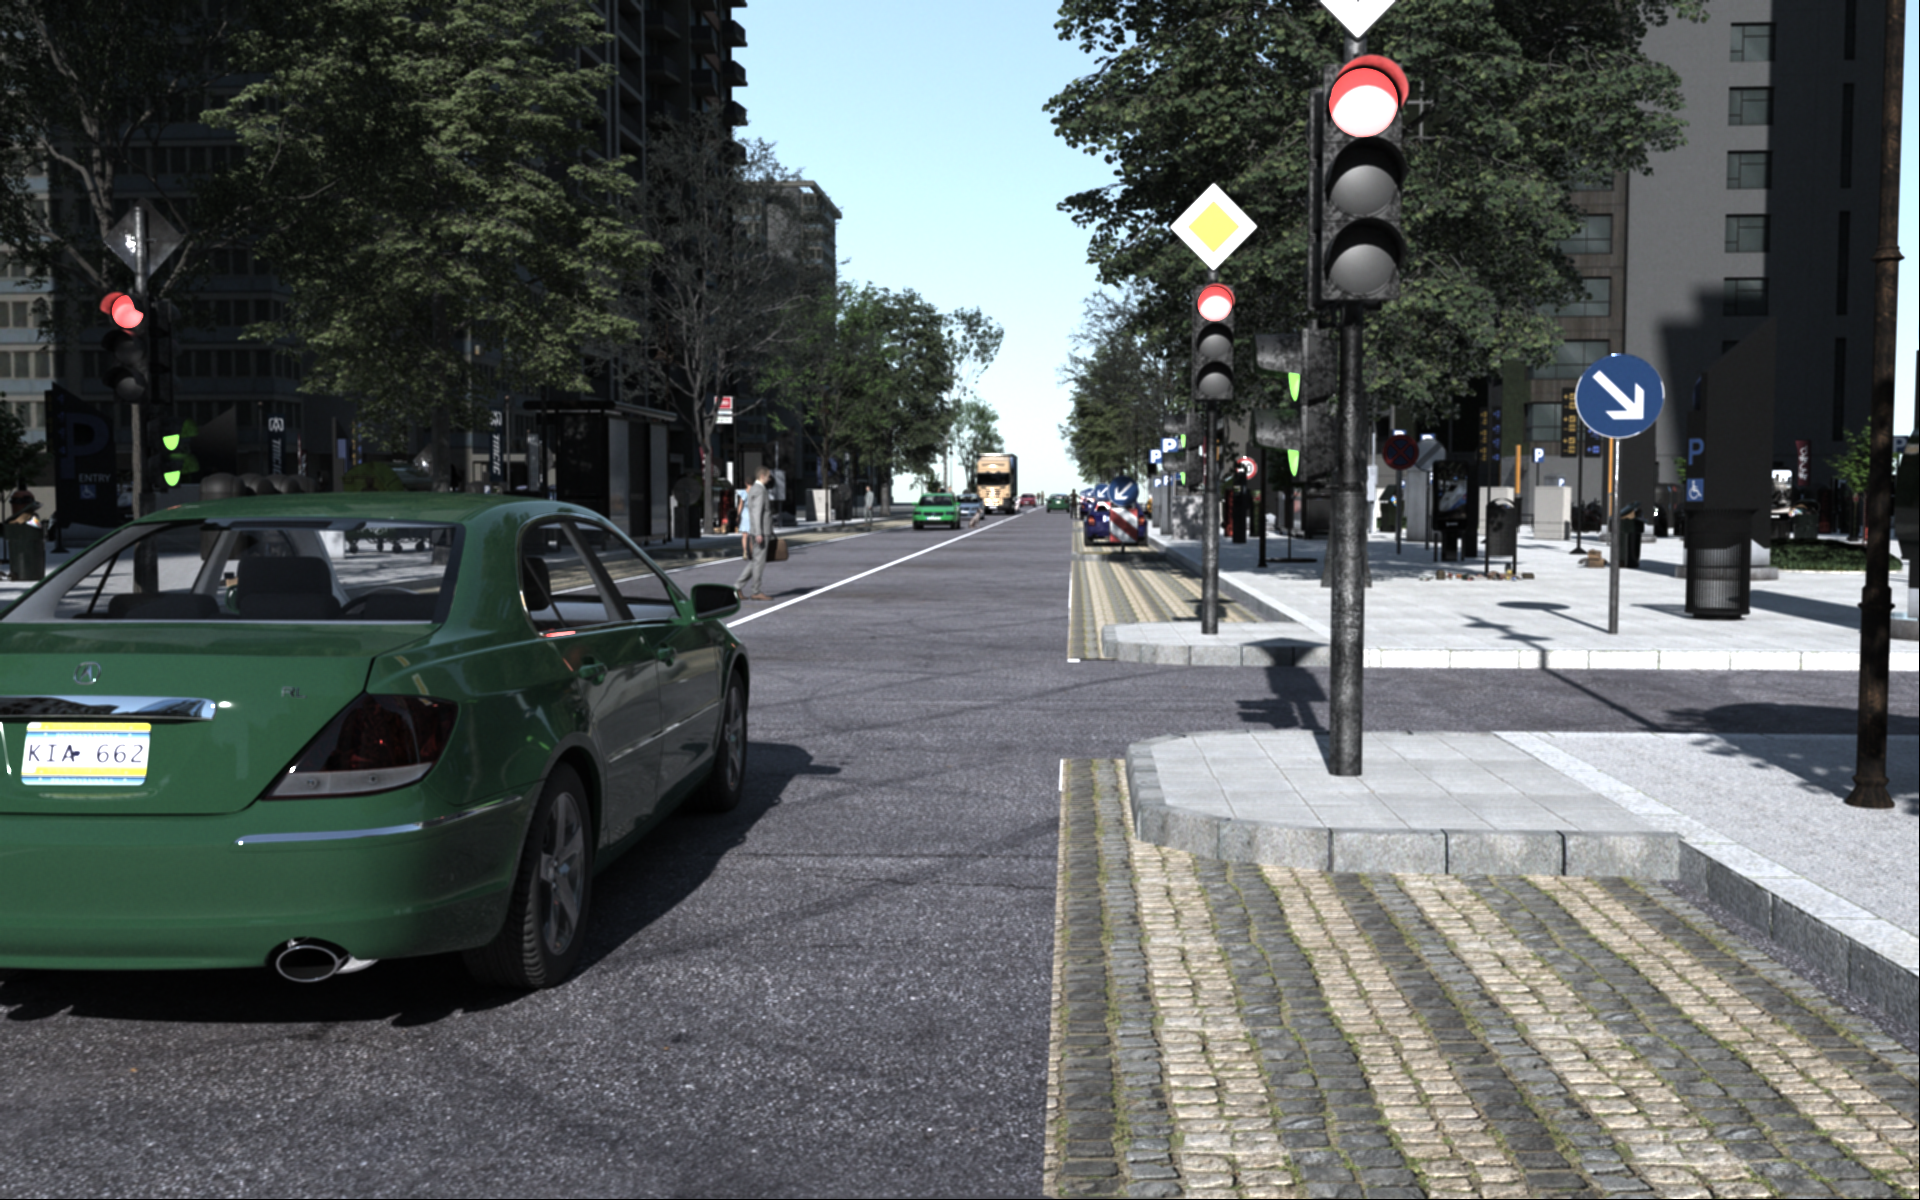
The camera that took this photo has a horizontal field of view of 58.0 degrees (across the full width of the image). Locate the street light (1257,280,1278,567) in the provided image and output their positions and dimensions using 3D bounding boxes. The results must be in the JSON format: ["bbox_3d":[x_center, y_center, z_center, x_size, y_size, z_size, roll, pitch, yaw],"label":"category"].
[{"bbox_3d":[5.323,-3.518,30.307,0.468,5.910,1.993,0,4,4],"label":"street light"}]

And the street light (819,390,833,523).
[{"bbox_3d":[-5.851,-6.316,76.046,0.468,5.910,1.993,0,4,4],"label":"street light"}]

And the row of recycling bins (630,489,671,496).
[{"bbox_3d":[-11.074,-3.292,60.938,1.069,1.692,3.534,1,4,9],"label":"row of recycling bins"}]

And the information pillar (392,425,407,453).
[{"bbox_3d":[-18.108,-3.959,56.085,0.504,3.616,0.183,-1,4,-14],"label":"information pillar"}]

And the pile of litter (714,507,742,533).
[{"bbox_3d":[-7.751,-2.659,57.440,1.176,0.858,1.719,0,4,-8],"label":"pile of litter"}]

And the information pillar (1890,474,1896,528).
[{"bbox_3d":[34.895,-3.690,64.818,0.304,2.012,0.304,3,5,44],"label":"information pillar"}]

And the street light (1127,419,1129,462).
[{"bbox_3d":[10.386,-8.196,106.793,0.468,5.910,1.993,0,4,4],"label":"street light"}]

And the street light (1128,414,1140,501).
[{"bbox_3d":[9.192,-7.187,90.295,0.468,5.910,1.993,0,4,4],"label":"street light"}]

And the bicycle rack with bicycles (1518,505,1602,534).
[{"bbox_3d":[19.710,-2.671,57.058,2.852,0.926,2.925,-1,4,-18],"label":"bicycle rack with bicycles"}]

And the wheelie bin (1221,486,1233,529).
[{"bbox_3d":[10.078,-3.430,63.981,0.980,1.594,0.693,3,5,44],"label":"wheelie bin"}]

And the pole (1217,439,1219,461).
[{"bbox_3d":[9.550,-4.336,64.742,0.158,3.312,0.155,0,3,0],"label":"pole"}]

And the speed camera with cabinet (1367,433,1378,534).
[{"bbox_3d":[13.418,-3.832,56.983,0.660,3.252,2.038,1,4,15],"label":"speed camera with cabinet"}]

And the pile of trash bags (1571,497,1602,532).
[{"bbox_3d":[21.332,-3.121,60.788,1.912,1.369,3.447,0,4,-1],"label":"pile of trash bags"}]

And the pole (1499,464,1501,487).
[{"bbox_3d":[27.978,-5.858,89.627,0.158,3.312,0.155,0,3,0],"label":"pole"}]

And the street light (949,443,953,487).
[{"bbox_3d":[-0.781,-11.024,153.029,0.468,5.910,1.993,0,4,4],"label":"street light"}]

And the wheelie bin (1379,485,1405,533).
[{"bbox_3d":[14.461,-3.062,57.974,0.693,1.594,0.980,-1,4,-17],"label":"wheelie bin"}]

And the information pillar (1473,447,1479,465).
[{"bbox_3d":[25.500,-5.765,85.609,0.183,3.616,0.504,0,4,-7],"label":"information pillar"}]

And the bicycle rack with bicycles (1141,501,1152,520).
[{"bbox_3d":[9.970,-4.320,84.014,2.925,0.926,2.852,-1,4,-22],"label":"bicycle rack with bicycles"}]

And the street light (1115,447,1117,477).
[{"bbox_3d":[12.413,-10.046,137.037,0.468,5.910,1.993,0,4,4],"label":"street light"}]

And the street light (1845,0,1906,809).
[{"bbox_3d":[3.754,-2.090,6.966,0.468,5.910,1.993,0,4,4],"label":"street light"}]

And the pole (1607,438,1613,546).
[{"bbox_3d":[16.037,-2.983,42.613,0.158,3.312,0.155,0,3,0],"label":"pole"}]

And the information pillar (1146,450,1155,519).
[{"bbox_3d":[10.004,-6.057,90.394,0.504,3.616,0.183,1,4,10],"label":"information pillar"}]

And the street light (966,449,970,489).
[{"bbox_3d":[0.771,-12.439,176.169,0.468,5.910,1.993,0,4,4],"label":"street light"}]

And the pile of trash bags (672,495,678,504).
[{"bbox_3d":[-13.318,-4.132,77.306,1.912,1.369,3.447,0,4,1],"label":"pile of trash bags"}]

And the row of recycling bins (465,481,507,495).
[{"bbox_3d":[-15.492,-2.928,54.982,3.534,1.692,1.069,3,4,38],"label":"row of recycling bins"}]

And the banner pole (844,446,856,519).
[{"bbox_3d":[-5.718,-6.065,89.181,0.401,3.779,0.863,3,4,37],"label":"banner pole"}]

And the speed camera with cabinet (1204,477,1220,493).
[{"bbox_3d":[12.961,-5.637,86.507,0.660,3.252,2.038,-2,4,-25],"label":"speed camera with cabinet"}]

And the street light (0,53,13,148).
[{"bbox_3d":[-9.836,-2.693,16.819,0.468,5.910,1.993,0,4,4],"label":"street light"}]

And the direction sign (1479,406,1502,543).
[{"bbox_3d":[13.741,-3.239,44.959,0.379,3.537,0.876,-1,4,-19],"label":"direction sign"}]

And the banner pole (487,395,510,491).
[{"bbox_3d":[-11.613,-3.294,43.872,0.401,3.779,0.863,2,4,34],"label":"banner pole"}]

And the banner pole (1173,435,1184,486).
[{"bbox_3d":[8.286,-4.633,65.770,0.401,3.779,0.863,-2,4,-35],"label":"banner pole"}]

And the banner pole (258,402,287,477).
[{"bbox_3d":[-18.754,-3.495,47.155,0.863,3.779,0.401,-2,4,-28],"label":"banner pole"}]

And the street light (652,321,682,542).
[{"bbox_3d":[-7.819,-4.501,46.385,0.468,5.910,1.993,0,4,4],"label":"street light"}]

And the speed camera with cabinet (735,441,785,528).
[{"bbox_3d":[-7.558,-4.345,65.380,2.038,3.252,0.660,2,4,33],"label":"speed camera with cabinet"}]

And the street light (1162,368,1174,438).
[{"bbox_3d":[7.215,-5.327,59.882,0.468,5.910,1.993,0,4,4],"label":"street light"}]

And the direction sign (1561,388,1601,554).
[{"bbox_3d":[13.235,-2.749,36.950,0.876,3.537,0.379,0,4,-6],"label":"direction sign"}]

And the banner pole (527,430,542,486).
[{"bbox_3d":[-16.597,-4.749,67.670,0.863,3.779,0.401,-1,4,-22],"label":"banner pole"}]

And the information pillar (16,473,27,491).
[{"bbox_3d":[-32.078,-3.348,59.239,0.304,2.012,0.304,-3,4,-36],"label":"information pillar"}]

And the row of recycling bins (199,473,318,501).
[{"bbox_3d":[-14.086,-1.709,35.062,1.069,1.692,3.534,1,4,9],"label":"row of recycling bins"}]

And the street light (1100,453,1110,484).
[{"bbox_3d":[15.926,-13.287,190.036,0.468,5.910,1.993,0,4,4],"label":"street light"}]

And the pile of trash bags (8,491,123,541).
[{"bbox_3d":[-23.984,-2.267,46.811,1.912,1.369,3.447,2,4,28],"label":"pile of trash bags"}]

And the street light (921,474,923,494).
[{"bbox_3d":[-2.703,-9.215,123.456,0.468,5.910,1.993,0,4,4],"label":"street light"}]

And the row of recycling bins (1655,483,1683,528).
[{"bbox_3d":[26.557,-3.570,65.484,1.069,1.692,3.534,2,4,33],"label":"row of recycling bins"}]

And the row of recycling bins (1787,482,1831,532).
[{"bbox_3d":[27.898,-3.194,59.340,3.534,1.692,1.069,1,4,20],"label":"row of recycling bins"}]

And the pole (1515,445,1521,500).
[{"bbox_3d":[23.125,-4.770,71.839,0.158,3.312,0.155,0,3,0],"label":"pole"}]

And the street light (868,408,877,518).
[{"bbox_3d":[-4.763,-7.365,93.208,0.468,5.910,1.993,0,4,4],"label":"street light"}]

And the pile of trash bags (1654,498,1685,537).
[{"bbox_3d":[22.169,-2.598,52.236,3.447,1.369,1.912,2,4,28],"label":"pile of trash bags"}]
